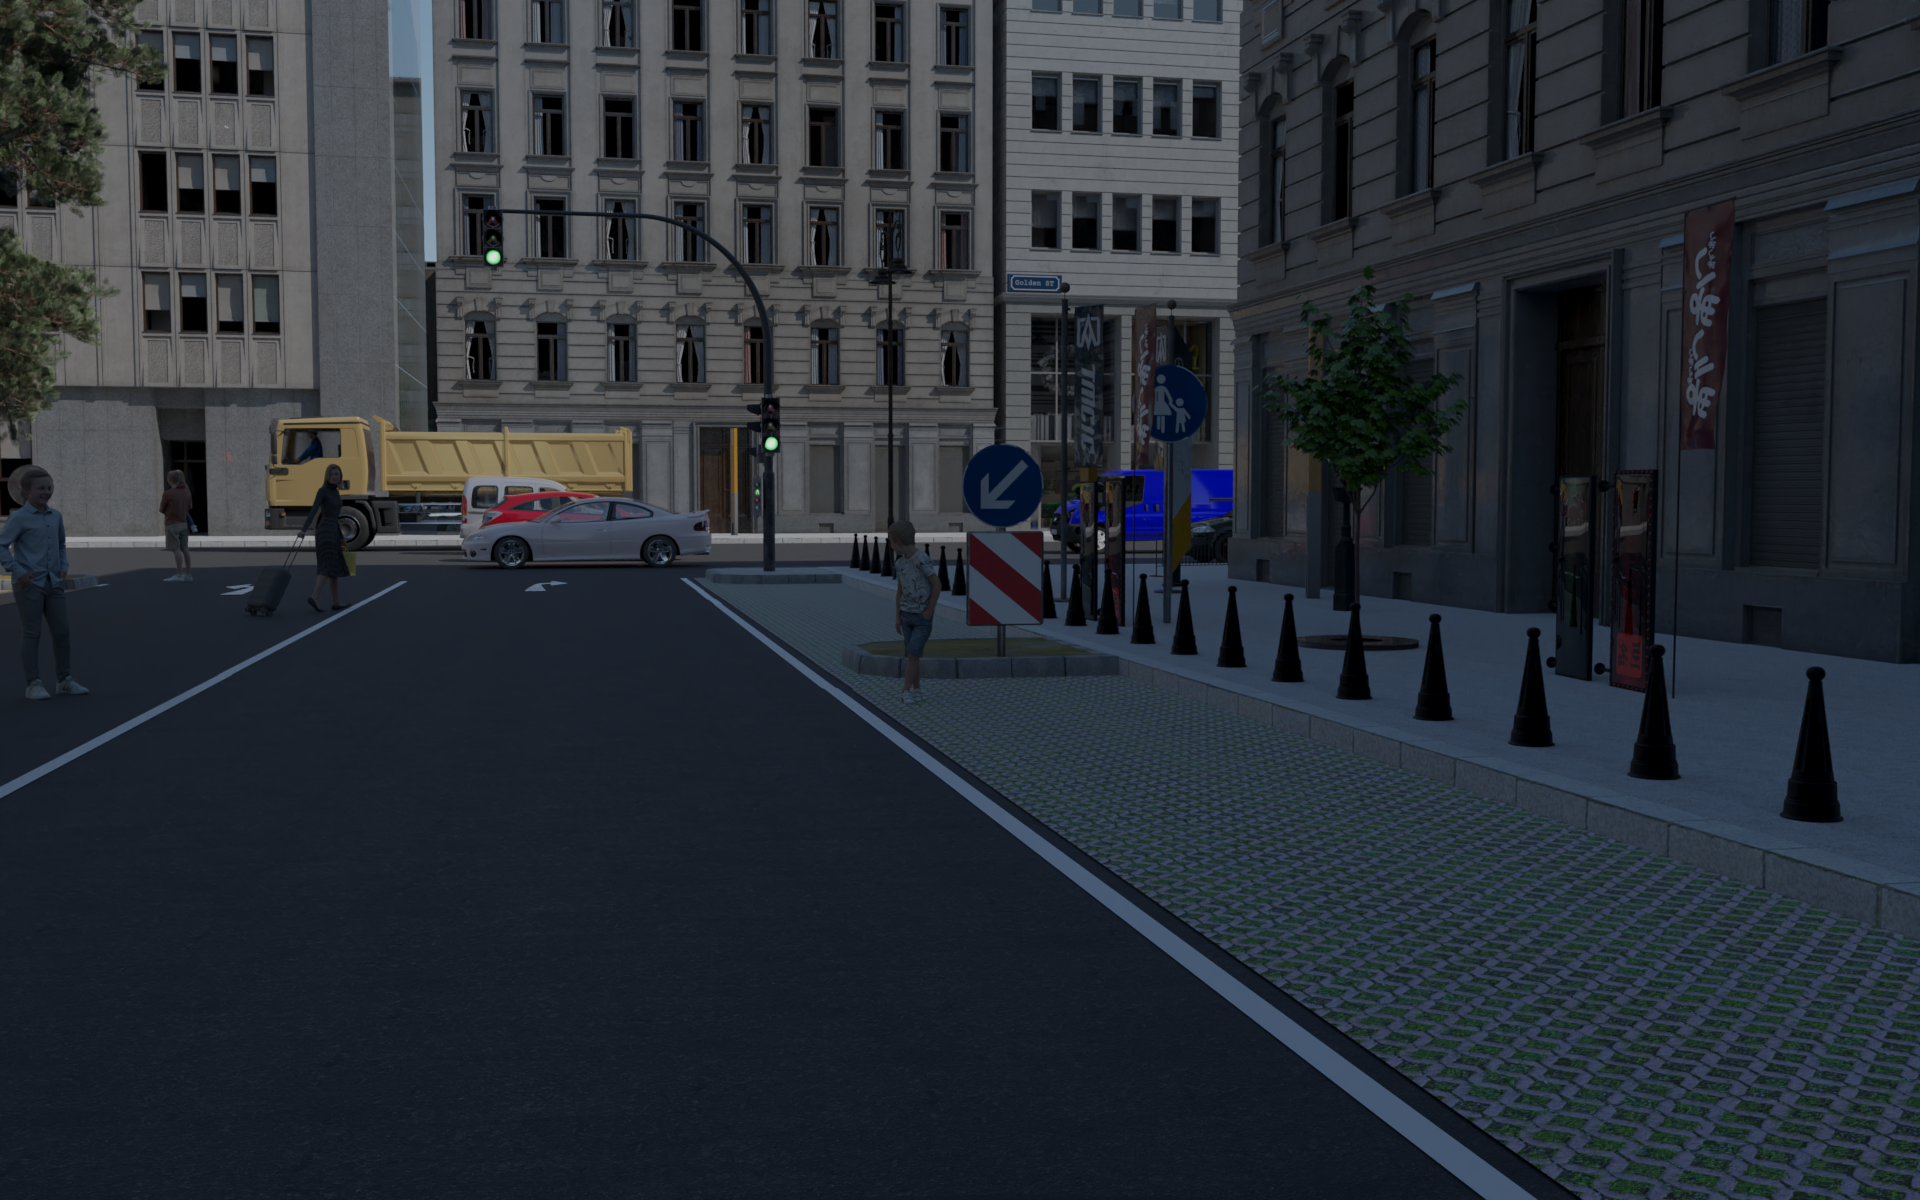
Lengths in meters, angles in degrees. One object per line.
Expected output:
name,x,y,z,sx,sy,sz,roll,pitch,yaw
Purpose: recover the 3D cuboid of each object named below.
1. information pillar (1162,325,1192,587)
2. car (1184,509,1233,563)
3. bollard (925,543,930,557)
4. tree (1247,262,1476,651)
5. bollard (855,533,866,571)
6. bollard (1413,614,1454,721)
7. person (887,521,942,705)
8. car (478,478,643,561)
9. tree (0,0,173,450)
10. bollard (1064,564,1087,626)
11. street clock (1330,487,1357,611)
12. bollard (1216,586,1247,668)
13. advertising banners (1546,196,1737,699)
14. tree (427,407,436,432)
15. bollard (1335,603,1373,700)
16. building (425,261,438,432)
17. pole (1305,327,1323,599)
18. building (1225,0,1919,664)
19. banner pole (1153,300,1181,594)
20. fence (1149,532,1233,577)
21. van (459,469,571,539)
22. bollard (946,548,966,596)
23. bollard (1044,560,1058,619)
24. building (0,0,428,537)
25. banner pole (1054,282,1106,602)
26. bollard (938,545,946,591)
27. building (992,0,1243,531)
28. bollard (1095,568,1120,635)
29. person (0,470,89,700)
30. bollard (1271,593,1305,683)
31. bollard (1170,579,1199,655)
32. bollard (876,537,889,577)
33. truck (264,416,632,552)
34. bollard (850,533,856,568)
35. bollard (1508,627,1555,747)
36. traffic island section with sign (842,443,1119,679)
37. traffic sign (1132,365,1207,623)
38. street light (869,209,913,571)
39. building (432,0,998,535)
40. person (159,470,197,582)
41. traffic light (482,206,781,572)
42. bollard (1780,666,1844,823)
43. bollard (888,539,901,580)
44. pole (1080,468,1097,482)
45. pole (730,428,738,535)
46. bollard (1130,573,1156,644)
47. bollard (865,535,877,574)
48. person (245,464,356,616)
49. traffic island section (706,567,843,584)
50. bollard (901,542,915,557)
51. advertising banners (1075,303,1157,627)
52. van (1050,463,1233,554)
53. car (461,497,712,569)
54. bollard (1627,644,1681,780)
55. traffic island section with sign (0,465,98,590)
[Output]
information pillar,3.037,-1.997,24.012,0.183,3.616,0.504,3,5,42
car,6.483,-1.604,36.018,4.222,1.686,2.009,-1,4,-12
bollard,-0.456,-0.484,23.953,0.229,0.601,0.229,0,3,0
tree,3.475,-1.217,14.501,1.663,3.219,1.824,0,3,0
bollard,-1.582,-0.791,28.981,0.229,0.601,0.229,0,3,0
bollard,2.704,0.377,9.870,0.229,0.601,0.229,0,3,0
person,-0.314,0.082,11.841,0.352,1.250,0.332,-1,4,-10
car,-8.087,-1.734,37.389,4.494,1.783,2.155,-1,4,-11
tree,-13.277,-5.895,20.902,6.751,12.117,7.091,0,3,0
bollard,1.129,-0.052,16.889,0.229,0.601,0.229,0,3,0
street clock,4.237,-0.882,18.991,0.358,2.002,0.471,-3,4,-37
bollard,2.023,0.193,12.878,0.229,0.601,0.229,0,3,0
advertising banners,4.391,-0.923,11.281,0.090,3.025,2.074,-1,4,-9
tree,-58.104,-15.532,179.698,9.928,11.665,9.643,0,3,0
bollard,2.477,0.316,10.871,0.229,0.601,0.229,0,3,0
building,-59.326,-27.051,213.978,14.107,30.474,14.160,-1,4,-13
pole,4.339,-1.674,21.209,0.158,3.312,0.155,0,3,0
building,10.601,-10.333,18.096,9.793,20.994,18.267,-1,4,-13
banner pole,2.674,-1.995,22.634,0.401,3.779,0.863,-1,4,-13
fence,3.943,-0.725,27.229,2.069,0.683,0.278,-2,4,-24
van,-9.934,-2.124,41.732,4.112,2.044,2.013,-1,4,-12
bollard,-0.004,-0.361,21.939,0.229,0.601,0.229,0,3,0
bollard,0.898,-0.115,17.917,0.229,0.601,0.229,0,3,0
building,-28.284,-14.569,56.227,19.932,24.808,12.078,-1,4,-13
banner pole,1.394,-1.858,20.404,0.401,3.779,0.863,-3,5,-42
bollard,-0.225,-0.422,22.942,0.229,0.601,0.229,0,3,0
building,14.729,-17.613,65.465,29.804,29.767,11.434,-1,4,-13
bollard,1.356,0.010,15.886,0.229,0.601,0.229,0,3,0
person,-6.469,-0.114,12.176,0.330,1.601,0.589,2,4,31
bollard,2.251,0.255,11.873,0.229,0.601,0.229,0,3,0
bollard,1.800,0.132,13.881,0.229,0.601,0.229,0,3,0
bollard,-1.129,-0.669,26.978,0.229,0.601,0.229,0,3,0
truck,-13.440,-2.965,44.404,9.791,3.379,3.469,-1,4,-14
bollard,-1.803,-0.853,29.983,0.229,0.601,0.229,0,3,0
bollard,2.930,0.439,8.860,0.229,0.601,0.229,0,3,0
traffic island section with sign,0.071,-0.348,14.319,1.989,1.847,2.006,-1,4,-13
traffic sign,2.060,-1.043,17.154,0.768,2.556,0.104,-1,4,-10
street light,-1.140,-3.403,28.422,0.468,5.910,1.993,-1,4,-13
building,-8.535,-12.874,59.634,18.267,20.994,9.793,-1,4,-13
person,-12.864,-1.225,28.504,0.573,1.828,0.580,-2,4,-27
traffic light,-5.220,-3.267,28.077,4.771,5.953,1.251,-1,4,-13
bollard,3.375,0.562,6.846,0.229,0.601,0.229,0,3,0
bollard,-0.906,-0.607,25.968,0.229,0.601,0.229,0,3,0
pole,1.641,-1.728,22.092,0.158,3.312,0.155,0,3,0
pole,-7.001,-3.659,53.662,0.158,3.312,0.155,0,3,0
bollard,1.574,0.071,14.882,0.229,0.601,0.229,0,3,0
bollard,-1.356,-0.730,27.979,0.229,0.601,0.229,0,3,0
person,-7.945,-0.749,20.956,0.699,1.804,1.509,3,4,37
traffic island section,-3.157,-0.398,28.795,2.009,0.180,2.903,-1,4,-13
bollard,-0.677,-0.545,24.956,0.229,0.601,0.229,0,3,0
advertising banners,1.508,-1.267,16.903,0.090,3.025,2.074,-1,4,-16
van,4.826,-2.321,42.338,5.245,2.365,2.240,-1,4,-11
car,-7.331,-1.333,34.164,4.827,1.381,2.083,-1,4,-14
bollard,3.155,0.501,7.853,0.229,0.601,0.229,0,3,0
traffic island section with sign,-14.403,-1.125,26.531,2.006,1.907,1.989,-1,4,-13
